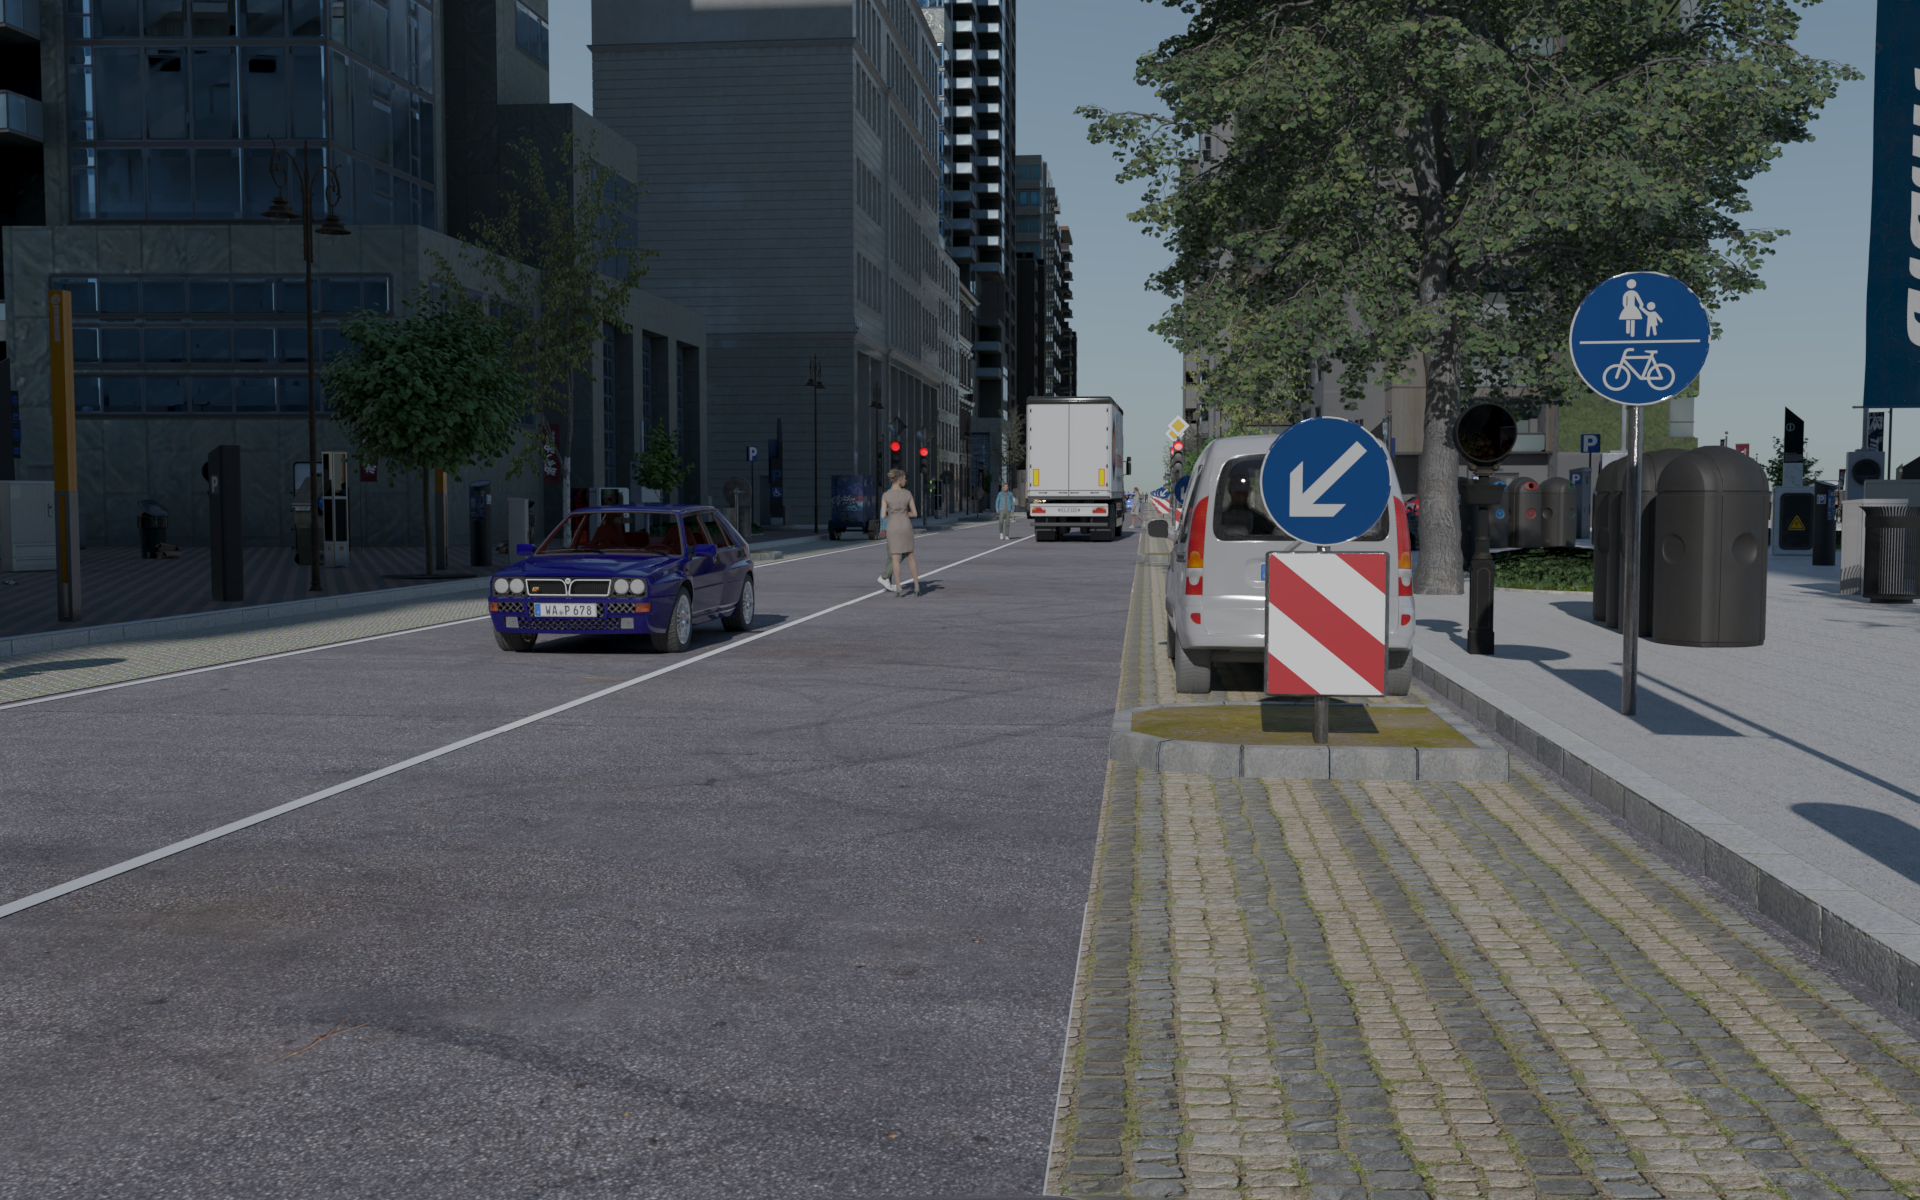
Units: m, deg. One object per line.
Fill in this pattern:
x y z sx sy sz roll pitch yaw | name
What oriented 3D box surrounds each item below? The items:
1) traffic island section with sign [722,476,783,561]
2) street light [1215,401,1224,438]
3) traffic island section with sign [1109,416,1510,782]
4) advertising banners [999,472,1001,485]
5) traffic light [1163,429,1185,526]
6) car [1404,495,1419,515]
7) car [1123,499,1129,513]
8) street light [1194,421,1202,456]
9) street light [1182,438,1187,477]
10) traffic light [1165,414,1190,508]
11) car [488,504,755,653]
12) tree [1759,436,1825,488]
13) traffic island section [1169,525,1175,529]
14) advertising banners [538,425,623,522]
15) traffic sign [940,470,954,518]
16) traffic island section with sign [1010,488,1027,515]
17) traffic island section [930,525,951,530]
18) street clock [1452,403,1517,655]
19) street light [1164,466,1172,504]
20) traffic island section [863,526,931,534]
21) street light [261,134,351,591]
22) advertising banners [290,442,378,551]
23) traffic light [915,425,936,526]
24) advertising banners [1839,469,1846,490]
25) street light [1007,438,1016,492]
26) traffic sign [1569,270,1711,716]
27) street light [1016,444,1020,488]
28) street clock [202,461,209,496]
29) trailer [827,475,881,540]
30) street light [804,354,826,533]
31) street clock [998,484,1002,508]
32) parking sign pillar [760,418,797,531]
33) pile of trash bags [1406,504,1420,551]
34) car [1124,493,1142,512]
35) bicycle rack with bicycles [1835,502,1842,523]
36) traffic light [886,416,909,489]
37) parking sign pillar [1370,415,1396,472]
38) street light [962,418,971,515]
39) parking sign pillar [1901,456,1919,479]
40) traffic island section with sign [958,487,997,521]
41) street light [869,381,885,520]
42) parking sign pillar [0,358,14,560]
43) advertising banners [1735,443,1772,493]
-4.951 -1.790 37.902 1.989 1.847 2.006 0 4 6 | traffic island section with sign
10.956 -6.119 72.827 0.468 5.910 1.993 0 4 6 | street light
1.836 -0.059 9.598 1.989 1.847 2.006 0 4 6 | traffic island section with sign
2.987 -8.679 138.082 0.090 3.025 2.074 -1 4 -13 | advertising banners
8.545 -4.911 69.208 0.839 4.253 0.868 0 4 6 | traffic light
18.733 -3.417 64.907 4.494 1.783 2.155 0 4 6 | car
11.989 -7.488 134.221 2.131 1.459 4.920 0 4 7 | car
14.720 -8.229 107.324 0.468 5.910 1.993 0 4 6 | street light
19.273 -10.840 150.020 0.468 5.910 1.993 0 4 6 | street light
7.690 -4.425 61.269 0.839 4.253 0.868 0 4 6 | traffic light
-3.200 -0.265 16.914 1.945 1.354 3.894 0 4 6 | car
23.810 -3.372 49.732 1.663 3.219 1.824 0 3 0 | tree
8.584 -2.877 69.318 2.009 0.180 2.903 0 4 6 | traffic island section
-9.478 -2.880 43.269 2.074 3.025 0.090 0 4 0 | advertising banners
-0.714 -5.678 92.939 0.768 2.556 0.104 1 4 15 | traffic sign
3.891 -6.810 119.974 1.989 1.847 2.006 0 4 6 | traffic island section with sign
-1.449 -2.943 70.399 2.009 0.180 2.903 0 4 6 | traffic island section
4.183 -0.568 13.857 0.471 2.002 0.358 0 4 8 | street clock
32.036 -18.013 267.298 0.468 5.910 1.993 0 4 6 | street light
-2.304 -2.457 62.460 2.009 0.180 2.903 0 4 6 | traffic island section
-8.537 -3.058 22.780 0.468 5.910 1.993 0 4 6 | street light
-13.913 -2.599 38.683 2.074 3.025 0.090 0 4 1 | advertising banners
-1.410 -4.975 70.261 0.839 4.253 0.868 0 4 6 | traffic light
60.674 -7.606 120.549 0.090 3.025 2.074 -2 4 -27 | advertising banners
4.004 -10.195 139.475 0.468 5.910 1.993 0 4 6 | street light
3.886 -0.604 9.984 0.768 2.556 0.104 1 4 11 | traffic sign
4.772 -10.648 146.884 0.468 5.910 1.993 0 4 6 | street light
-15.990 -1.996 37.203 0.471 2.002 0.358 0 4 1 | street clock
-3.324 -2.796 52.756 1.471 1.999 3.904 0 4 5 | trailer
-4.761 -5.161 57.177 0.468 5.910 1.993 0 4 6 | street light
3.005 -8.316 140.535 0.358 2.002 0.471 -3 4 -36 | street clock
-6.465 -4.430 60.902 1.447 3.967 1.447 -1 4 -8 | parking sign pillar
8.889 -1.793 39.075 3.447 1.369 1.912 -2 4 -27 | pile of trash bags
13.669 -7.938 139.377 1.945 1.707 3.694 0 4 5 | car
37.846 -3.769 75.000 2.852 0.926 2.925 2 4 29 | bicycle rack with bicycles
-2.265 -4.489 62.321 0.839 4.253 0.868 0 4 6 | traffic light
14.422 -4.369 59.904 1.447 3.967 1.447 -3 4 -38 | parking sign pillar
0.455 -8.099 105.198 0.468 5.910 1.993 0 4 6 | street light
62.739 -7.683 114.085 1.447 3.967 1.447 1 4 15 | parking sign pillar
0.980 -5.158 92.962 1.989 1.847 2.006 0 4 6 | traffic island section with sign
-3.393 -6.004 70.954 0.468 5.910 1.993 0 4 6 | street light
-19.302 -2.778 33.898 1.447 3.967 1.447 3 5 40 | parking sign pillar
27.454 -3.858 59.270 0.090 3.025 2.074 -2 4 -34 | advertising banners
